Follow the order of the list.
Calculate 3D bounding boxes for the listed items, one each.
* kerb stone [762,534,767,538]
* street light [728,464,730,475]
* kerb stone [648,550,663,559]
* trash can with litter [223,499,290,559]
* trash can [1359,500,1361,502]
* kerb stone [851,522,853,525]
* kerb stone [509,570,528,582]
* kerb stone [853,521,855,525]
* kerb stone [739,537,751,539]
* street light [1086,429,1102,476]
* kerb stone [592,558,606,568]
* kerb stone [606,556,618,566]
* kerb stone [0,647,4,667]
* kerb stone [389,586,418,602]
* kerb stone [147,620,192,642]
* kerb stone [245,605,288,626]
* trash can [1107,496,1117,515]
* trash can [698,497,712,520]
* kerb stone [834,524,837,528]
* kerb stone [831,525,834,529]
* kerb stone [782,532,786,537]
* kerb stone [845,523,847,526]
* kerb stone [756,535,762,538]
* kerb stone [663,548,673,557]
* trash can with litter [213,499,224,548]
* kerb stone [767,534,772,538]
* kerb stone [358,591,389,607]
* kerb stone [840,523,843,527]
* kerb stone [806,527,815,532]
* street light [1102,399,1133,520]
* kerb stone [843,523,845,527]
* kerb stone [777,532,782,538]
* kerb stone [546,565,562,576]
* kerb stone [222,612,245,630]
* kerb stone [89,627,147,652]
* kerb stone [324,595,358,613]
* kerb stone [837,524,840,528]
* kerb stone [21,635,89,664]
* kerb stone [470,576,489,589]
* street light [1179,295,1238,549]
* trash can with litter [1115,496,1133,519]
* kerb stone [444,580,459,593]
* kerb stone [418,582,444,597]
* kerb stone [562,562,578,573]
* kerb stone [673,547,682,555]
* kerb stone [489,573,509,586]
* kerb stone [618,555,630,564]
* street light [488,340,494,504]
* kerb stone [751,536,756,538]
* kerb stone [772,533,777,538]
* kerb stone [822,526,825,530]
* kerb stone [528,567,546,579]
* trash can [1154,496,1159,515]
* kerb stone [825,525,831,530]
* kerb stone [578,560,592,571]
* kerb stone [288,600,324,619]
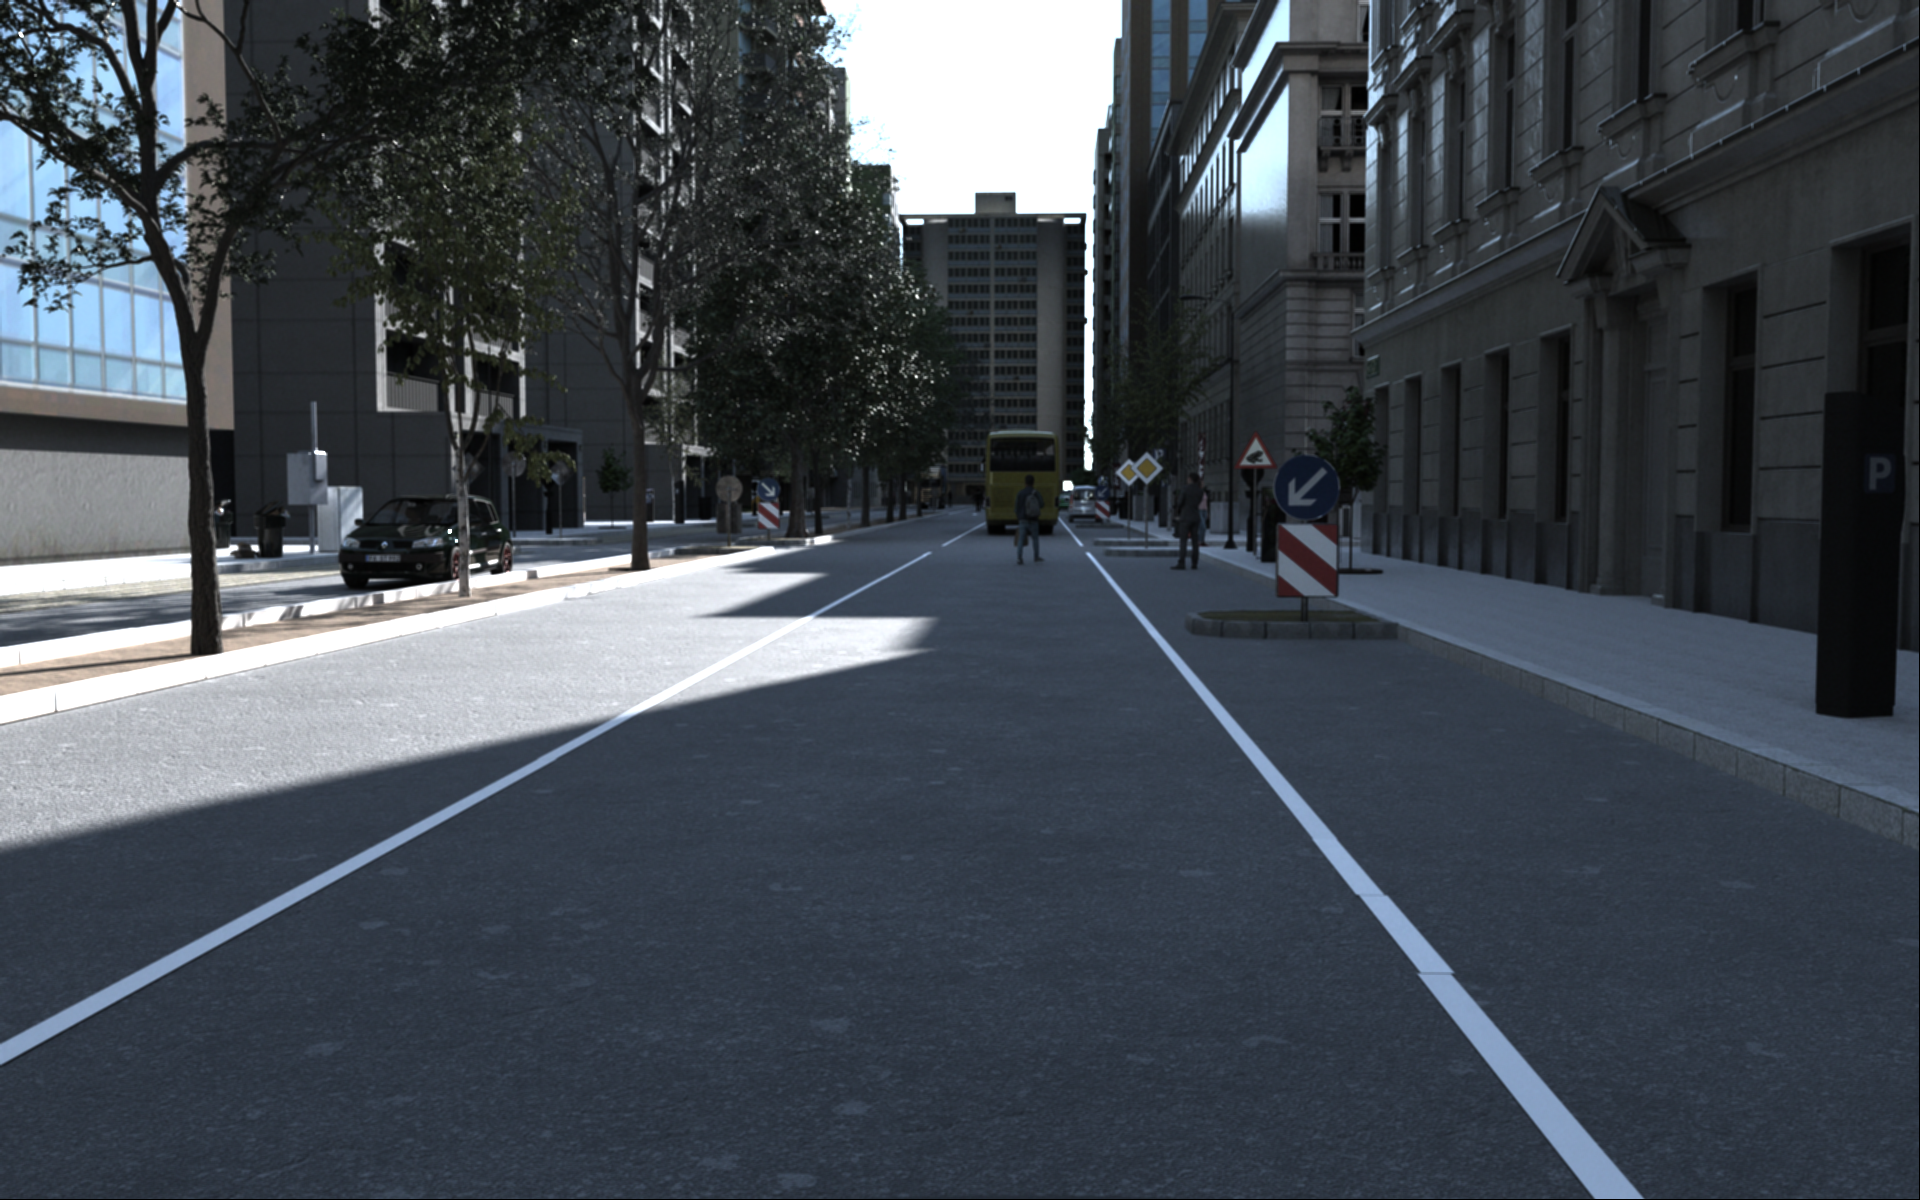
[{"bbox_3d":[-6.170,-1.909,53.450,0.120,0.150,1.000,0,4,3],"label":"kerb stone"},{"bbox_3d":[-11.117,-7.022,87.354,1.470,5.913,1.316,0,4,3],"label":"street light"},{"bbox_3d":[-6.841,-1.003,38.588,0.120,0.150,1.000,0,4,3],"label":"kerb stone"},{"bbox_3d":[-14.006,-1.422,34.643,0.624,1.170,1.055,3,5,42],"label":"trash can with litter"},{"bbox_3d":[9.826,-1.796,41.026,0.748,1.137,0.748,0,3,0],"label":"trash can"},{"bbox_3d":[-5.054,-3.416,78.053,0.120,0.150,1.000,0,4,3],"label":"kerb stone"},{"bbox_3d":[-7.314,-0.375,28.344,0.120,0.150,1.000,0,4,3],"label":"kerb stone"},{"bbox_3d":[-5.007,-3.471,79.080,0.120,0.150,1.000,0,4,3],"label":"kerb stone"},{"bbox_3d":[-6.301,-1.722,50.376,0.120,0.150,1.000,0,4,3],"label":"kerb stone"},{"bbox_3d":[9.578,-9.227,123.403,1.470,5.913,1.316,0,4,3],"label":"street light"},{"bbox_3d":[-7.082,-0.689,33.460,0.120,0.150,1.000,0,4,3],"label":"kerb stone"},{"bbox_3d":[-7.038,-0.750,34.486,0.120,0.150,1.000,0,4,3],"label":"kerb stone"},{"bbox_3d":[-7.965,0.501,14.000,0.120,0.150,1.000,0,4,3],"label":"kerb stone"},{"bbox_3d":[-7.544,-0.060,23.213,0.120,0.150,1.000,0,4,3],"label":"kerb stone"},{"bbox_3d":[-7.827,0.320,17.069,0.120,0.150,1.000,0,4,3],"label":"kerb stone"},{"bbox_3d":[-7.727,0.188,19.125,0.120,0.150,1.000,0,4,3],"label":"kerb stone"},{"bbox_3d":[9.352,-5.794,106.384,0.748,1.137,0.748,0,3,0],"label":"trash can"},{"bbox_3d":[-12.657,-4.546,85.984,0.748,1.137,0.748,0,3,0],"label":"trash can"},{"bbox_3d":[-5.325,-3.037,71.896,0.120,0.150,1.000,0,4,3],"label":"kerb stone"},{"bbox_3d":[-5.371,-2.977,70.867,0.120,0.150,1.000,0,4,3],"label":"kerb stone"},{"bbox_3d":[-5.983,-2.162,57.546,0.120,0.150,1.000,0,4,3],"label":"kerb stone"},{"bbox_3d":[-5.150,-3.291,75.999,0.120,0.150,1.000,0,4,3],"label":"kerb stone"},{"bbox_3d":[-6.218,-1.842,52.429,0.120,0.150,1.000,0,4,3],"label":"kerb stone"},{"bbox_3d":[-6.794,-1.061,39.609,0.120,0.150,1.000,0,4,3],"label":"kerb stone"},{"bbox_3d":[-17.661,-1.794,40.726,1.055,1.170,0.624,1,4,12],"label":"trash can with litter"},{"bbox_3d":[-6.126,-1.969,54.471,0.120,0.150,1.000,0,4,3],"label":"kerb stone"},{"bbox_3d":[-7.591,0.001,22.192,0.120,0.150,1.000,0,4,3],"label":"kerb stone"},{"bbox_3d":[-5.241,-3.160,73.953,0.120,0.150,1.000,0,4,3],"label":"kerb stone"},{"bbox_3d":[-5.656,-2.601,64.727,0.120,0.150,1.000,0,4,3],"label":"kerb stone"},{"bbox_3d":[7.860,-6.875,84.947,1.470,5.913,1.316,0,4,3],"label":"street light"},{"bbox_3d":[-5.193,-3.222,74.974,0.120,0.150,1.000,0,4,3],"label":"kerb stone"},{"bbox_3d":[-6.033,-2.099,56.518,0.120,0.150,1.000,0,4,3],"label":"kerb stone"},{"bbox_3d":[-7.226,-0.500,30.394,0.120,0.150,1.000,0,4,3],"label":"kerb stone"},{"bbox_3d":[-7.783,0.251,18.099,0.120,0.150,1.000,0,4,3],"label":"kerb stone"},{"bbox_3d":[-7.875,0.376,16.045,0.120,0.150,1.000,0,4,3],"label":"kerb stone"},{"bbox_3d":[-7.648,0.063,21.167,0.120,0.150,1.000,0,4,3],"label":"kerb stone"},{"bbox_3d":[-5.286,-3.094,72.918,0.120,0.150,1.000,0,4,3],"label":"kerb stone"},{"bbox_3d":[-7.912,0.439,15.023,0.120,0.150,1.000,0,4,3],"label":"kerb stone"},{"bbox_3d":[-7.402,-0.249,26.289,0.120,0.150,1.000,0,4,3],"label":"kerb stone"},{"bbox_3d":[5.806,-4.155,40.483,1.470,5.913,1.316,0,4,3],"label":"street light"},{"bbox_3d":[8.508,-4.736,88.826,1.055,1.170,0.624,-3,5,-44],"label":"trash can with litter"},{"bbox_3d":[-7.450,-0.188,25.263,0.120,0.150,1.000,0,4,3],"label":"kerb stone"},{"bbox_3d":[-7.494,-0.125,24.233,0.120,0.150,1.000,0,4,3],"label":"kerb stone"},{"bbox_3d":[-7.168,-0.564,31.415,0.120,0.150,1.000,0,4,3],"label":"kerb stone"},{"bbox_3d":[-6.755,-1.128,40.632,0.120,0.150,1.000,0,4,3],"label":"kerb stone"},{"bbox_3d":[-7.364,-0.306,27.316,0.120,0.150,1.000,0,4,3],"label":"kerb stone"},{"bbox_3d":[-6.991,-0.814,35.507,0.120,0.150,1.000,0,4,3],"label":"kerb stone"},{"bbox_3d":[-12.855,-4.700,49.389,1.470,5.913,1.316,0,4,3],"label":"street light"},{"bbox_3d":[-6.264,-1.786,51.398,0.120,0.150,1.000,0,4,3],"label":"kerb stone"},{"bbox_3d":[-6.078,-2.036,55.493,0.120,0.150,1.000,0,4,3],"label":"kerb stone"},{"bbox_3d":[-5.511,-2.789,67.800,0.120,0.150,1.000,0,4,3],"label":"kerb stone"},{"bbox_3d":[-7.265,-0.439,29.373,0.120,0.150,1.000,0,4,3],"label":"kerb stone"},{"bbox_3d":[11.627,-5.677,104.465,0.748,1.137,0.748,0,3,0],"label":"trash can"},{"bbox_3d":[-5.432,-2.914,69.843,0.120,0.150,1.000,0,4,3],"label":"kerb stone"},{"bbox_3d":[-7.127,-0.625,32.439,0.120,0.150,1.000,0,4,3],"label":"kerb stone"},{"bbox_3d":[-7.692,0.126,20.146,0.120,0.150,1.000,0,4,3],"label":"kerb stone"}]
